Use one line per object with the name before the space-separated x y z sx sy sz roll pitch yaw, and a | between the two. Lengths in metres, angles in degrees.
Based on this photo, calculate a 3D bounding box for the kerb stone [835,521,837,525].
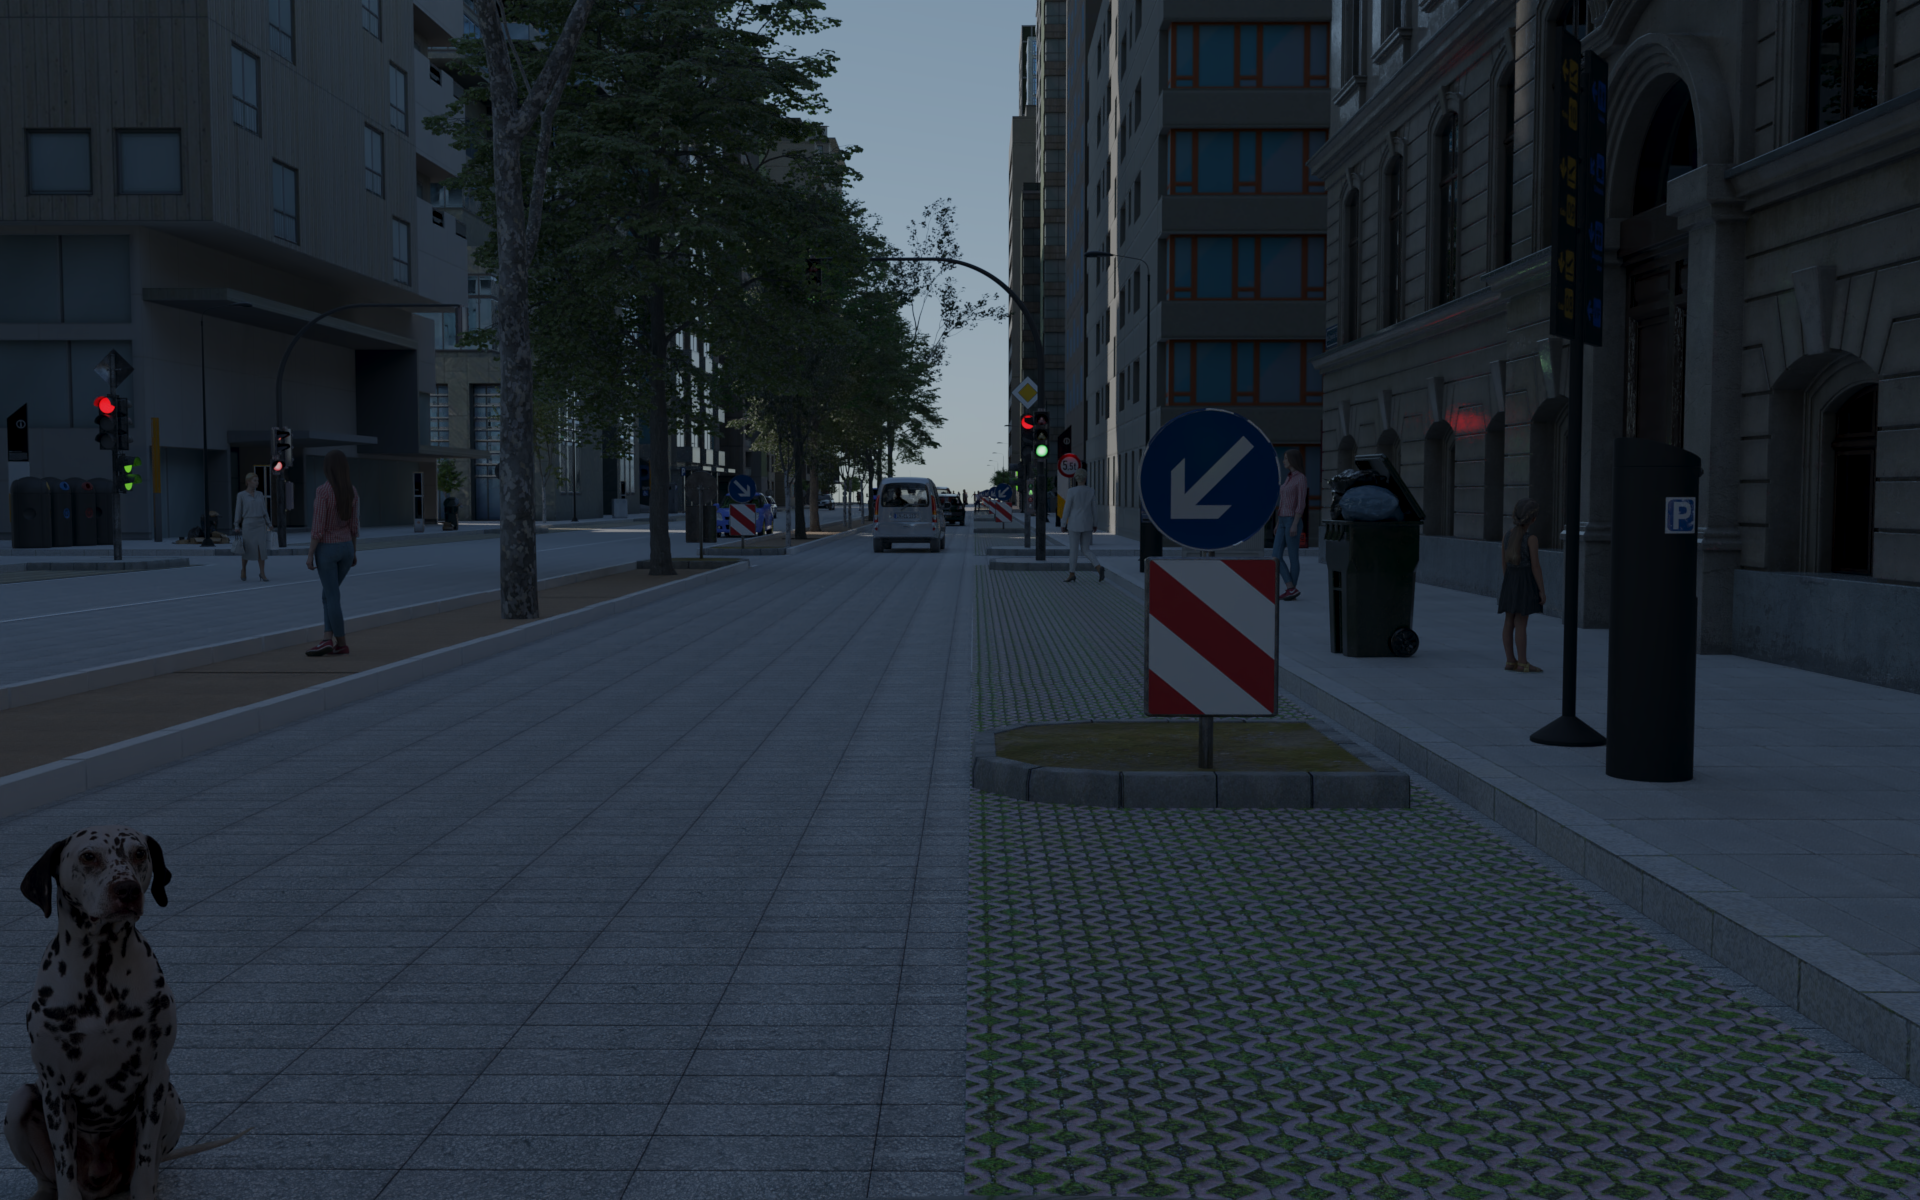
kerb stone | -5.822 -3.483 79.140 0.120 0.150 1.000 0 4 0

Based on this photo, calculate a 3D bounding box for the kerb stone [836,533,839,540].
kerb stone | -3.927 -1.918 53.558 0.120 0.150 1.000 0 4 0

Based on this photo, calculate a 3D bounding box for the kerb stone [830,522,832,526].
kerb stone | -5.841 -3.293 76.065 0.120 0.150 1.000 0 4 0

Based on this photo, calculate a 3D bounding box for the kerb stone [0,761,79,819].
kerb stone | -4.291 0.879 7.873 0.120 0.150 1.000 0 4 0

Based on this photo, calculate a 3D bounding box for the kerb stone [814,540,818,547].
kerb stone | -3.981 -1.478 46.378 0.120 0.150 1.000 0 4 0

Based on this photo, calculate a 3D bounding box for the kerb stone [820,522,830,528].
kerb stone | -5.854 -3.232 75.040 0.120 0.150 1.000 0 4 0

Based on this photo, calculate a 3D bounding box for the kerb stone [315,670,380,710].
kerb stone | -4.258 0.625 11.970 0.120 0.150 1.000 0 4 0

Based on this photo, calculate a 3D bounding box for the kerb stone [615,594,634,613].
kerb stone | -4.184 0.064 21.212 0.120 0.150 1.000 0 4 0

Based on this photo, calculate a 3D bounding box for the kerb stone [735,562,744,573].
kerb stone | -4.104 -0.564 31.470 0.120 0.150 1.000 0 4 0

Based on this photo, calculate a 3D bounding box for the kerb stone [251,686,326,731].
kerb stone | -4.269 0.690 10.948 0.120 0.150 1.000 0 4 0

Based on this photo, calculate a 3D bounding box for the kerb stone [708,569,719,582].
kerb stone | -4.124 -0.379 28.385 0.120 0.150 1.000 0 4 0

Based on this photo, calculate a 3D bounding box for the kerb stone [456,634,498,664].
kerb stone | -4.232 0.437 15.054 0.120 0.150 1.000 0 4 0

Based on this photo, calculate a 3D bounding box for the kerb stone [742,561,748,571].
kerb stone | -4.097 -0.628 32.495 0.120 0.150 1.000 0 4 0

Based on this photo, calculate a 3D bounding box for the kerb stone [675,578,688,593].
kerb stone | -4.159 -0.191 25.313 0.120 0.150 1.000 0 4 0

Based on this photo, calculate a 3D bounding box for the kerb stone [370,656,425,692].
kerb stone | -4.254 0.564 12.993 0.120 0.150 1.000 0 4 0

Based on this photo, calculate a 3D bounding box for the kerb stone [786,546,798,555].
kerb stone | -4.023 -1.164 41.249 0.120 0.150 1.000 0 4 0

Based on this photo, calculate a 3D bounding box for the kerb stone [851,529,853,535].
kerb stone | -3.872 -2.286 59.693 0.120 0.150 1.000 0 4 0

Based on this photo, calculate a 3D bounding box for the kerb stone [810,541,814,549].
kerb stone | -3.992 -1.417 45.356 0.120 0.150 1.000 0 4 0

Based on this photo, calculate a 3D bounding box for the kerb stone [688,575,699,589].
kerb stone | -4.144 -0.246 26.336 0.120 0.150 1.000 0 4 0

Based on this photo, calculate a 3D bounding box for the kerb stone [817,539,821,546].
kerb stone | -3.979 -1.542 47.400 0.120 0.150 1.000 0 4 0

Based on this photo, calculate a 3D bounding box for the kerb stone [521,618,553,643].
kerb stone | -4.222 0.312 17.098 0.120 0.150 1.000 0 4 0

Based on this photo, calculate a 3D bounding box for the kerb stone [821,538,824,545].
kerb stone | -3.974 -1.604 48.422 0.120 0.150 1.000 0 4 0

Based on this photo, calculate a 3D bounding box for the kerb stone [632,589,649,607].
kerb stone | -4.174 -0.002 22.235 0.120 0.150 1.000 0 4 0

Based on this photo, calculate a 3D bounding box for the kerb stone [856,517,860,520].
kerb stone | -5.698 -4.424 94.520 0.120 0.150 1.000 0 4 0

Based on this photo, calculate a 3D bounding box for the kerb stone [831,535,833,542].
kerb stone | -3.944 -1.792 51.502 0.120 0.150 1.000 0 4 0

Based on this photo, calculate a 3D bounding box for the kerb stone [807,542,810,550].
kerb stone | -4.003 -1.354 44.325 0.120 0.150 1.000 0 4 0

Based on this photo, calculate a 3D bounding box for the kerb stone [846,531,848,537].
kerb stone | -3.892 -2.168 57.649 0.120 0.150 1.000 0 4 0

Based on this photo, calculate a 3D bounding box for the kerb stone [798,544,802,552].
kerb stone | -4.022 -1.226 42.271 0.120 0.150 1.000 0 4 0

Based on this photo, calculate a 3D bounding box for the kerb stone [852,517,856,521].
kerb stone | -5.722 -4.234 91.425 0.120 0.150 1.000 0 4 0

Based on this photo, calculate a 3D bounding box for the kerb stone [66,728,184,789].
kerb stone | -4.287 0.814 8.895 0.120 0.150 1.000 0 4 0

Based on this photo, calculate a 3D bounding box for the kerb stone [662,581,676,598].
kerb stone | -4.162 -0.128 24.291 0.120 0.150 1.000 0 4 0

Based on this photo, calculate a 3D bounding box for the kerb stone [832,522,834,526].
kerb stone | -5.830 -3.357 77.090 0.120 0.150 1.000 0 4 0

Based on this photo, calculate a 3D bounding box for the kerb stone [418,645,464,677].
kerb stone | -4.247 0.500 14.022 0.120 0.150 1.000 0 4 0

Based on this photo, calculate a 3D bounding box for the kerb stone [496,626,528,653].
kerb stone | -4.228 0.380 16.076 0.120 0.150 1.000 0 4 0

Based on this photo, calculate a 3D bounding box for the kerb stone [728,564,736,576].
kerb stone | -4.115 -0.505 30.444 0.120 0.150 1.000 0 4 0

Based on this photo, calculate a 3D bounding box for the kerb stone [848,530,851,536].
kerb stone | -3.881 -2.231 58.671 0.120 0.150 1.000 0 4 0

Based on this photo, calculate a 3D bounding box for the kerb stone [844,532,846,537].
kerb stone | -3.908 -2.106 56.627 0.120 0.150 1.000 0 4 0

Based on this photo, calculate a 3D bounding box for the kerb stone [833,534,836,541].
kerb stone | -3.937 -1.855 52.531 0.120 0.150 1.000 0 4 0

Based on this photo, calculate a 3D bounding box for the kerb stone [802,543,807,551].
kerb stone | -3.999 -1.287 43.297 0.120 0.150 1.000 0 4 0

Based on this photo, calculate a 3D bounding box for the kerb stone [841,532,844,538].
kerb stone | -3.914 -2.043 55.605 0.120 0.150 1.000 0 4 0

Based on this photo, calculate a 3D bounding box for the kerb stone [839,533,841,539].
kerb stone | -3.917 -1.981 54.583 0.120 0.150 1.000 0 4 0

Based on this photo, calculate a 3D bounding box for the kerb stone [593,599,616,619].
kerb stone | -4.202 0.124 20.190 0.120 0.150 1.000 0 4 0

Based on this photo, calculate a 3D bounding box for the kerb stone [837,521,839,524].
kerb stone | -5.813 -3.546 80.167 0.120 0.150 1.000 0 4 0

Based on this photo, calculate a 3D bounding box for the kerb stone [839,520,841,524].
kerb stone | -5.808 -3.602 81.190 0.120 0.150 1.000 0 4 0

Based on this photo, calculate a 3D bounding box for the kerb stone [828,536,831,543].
kerb stone | -3.949 -1.730 50.474 0.120 0.150 1.000 0 4 0

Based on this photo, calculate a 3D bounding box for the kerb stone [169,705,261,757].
kerb stone | -4.284 0.751 9.920 0.120 0.150 1.000 0 4 0

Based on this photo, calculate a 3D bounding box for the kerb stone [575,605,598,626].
kerb stone | -4.205 0.193 19.164 0.120 0.150 1.000 0 4 0

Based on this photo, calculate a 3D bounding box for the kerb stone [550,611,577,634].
kerb stone | -4.212 0.251 18.139 0.120 0.150 1.000 0 4 0

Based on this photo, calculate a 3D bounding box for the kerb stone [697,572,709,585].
kerb stone | -4.143 -0.316 27.358 0.120 0.150 1.000 0 4 0

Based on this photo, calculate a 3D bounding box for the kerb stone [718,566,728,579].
kerb stone | -4.123 -0.440 29.418 0.120 0.150 1.000 0 4 0

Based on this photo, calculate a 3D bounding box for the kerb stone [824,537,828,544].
kerb stone | -3.957 -1.667 49.452 0.120 0.150 1.000 0 4 0

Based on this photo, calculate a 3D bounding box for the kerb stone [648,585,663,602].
kerb stone | -4.168 -0.065 23.258 0.120 0.150 1.000 0 4 0
